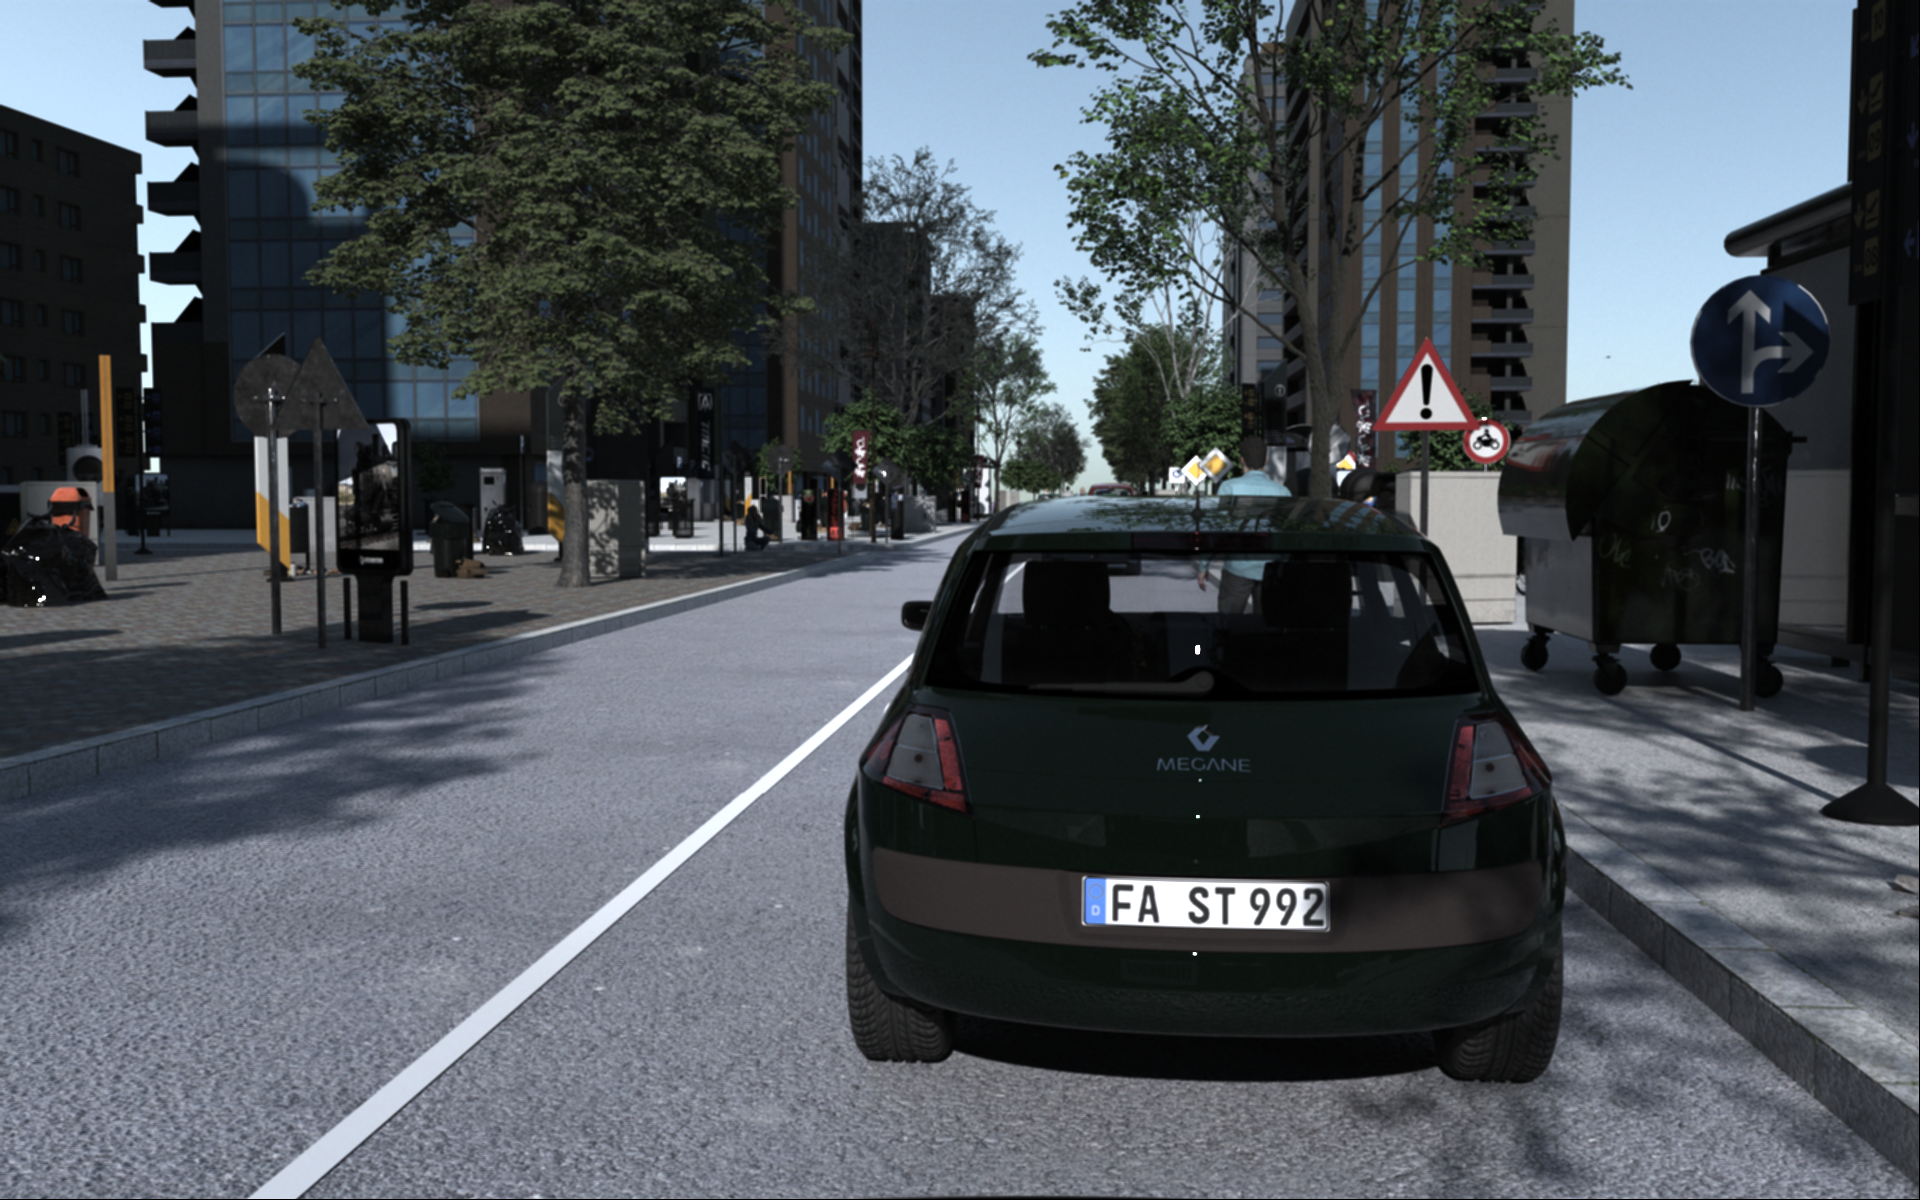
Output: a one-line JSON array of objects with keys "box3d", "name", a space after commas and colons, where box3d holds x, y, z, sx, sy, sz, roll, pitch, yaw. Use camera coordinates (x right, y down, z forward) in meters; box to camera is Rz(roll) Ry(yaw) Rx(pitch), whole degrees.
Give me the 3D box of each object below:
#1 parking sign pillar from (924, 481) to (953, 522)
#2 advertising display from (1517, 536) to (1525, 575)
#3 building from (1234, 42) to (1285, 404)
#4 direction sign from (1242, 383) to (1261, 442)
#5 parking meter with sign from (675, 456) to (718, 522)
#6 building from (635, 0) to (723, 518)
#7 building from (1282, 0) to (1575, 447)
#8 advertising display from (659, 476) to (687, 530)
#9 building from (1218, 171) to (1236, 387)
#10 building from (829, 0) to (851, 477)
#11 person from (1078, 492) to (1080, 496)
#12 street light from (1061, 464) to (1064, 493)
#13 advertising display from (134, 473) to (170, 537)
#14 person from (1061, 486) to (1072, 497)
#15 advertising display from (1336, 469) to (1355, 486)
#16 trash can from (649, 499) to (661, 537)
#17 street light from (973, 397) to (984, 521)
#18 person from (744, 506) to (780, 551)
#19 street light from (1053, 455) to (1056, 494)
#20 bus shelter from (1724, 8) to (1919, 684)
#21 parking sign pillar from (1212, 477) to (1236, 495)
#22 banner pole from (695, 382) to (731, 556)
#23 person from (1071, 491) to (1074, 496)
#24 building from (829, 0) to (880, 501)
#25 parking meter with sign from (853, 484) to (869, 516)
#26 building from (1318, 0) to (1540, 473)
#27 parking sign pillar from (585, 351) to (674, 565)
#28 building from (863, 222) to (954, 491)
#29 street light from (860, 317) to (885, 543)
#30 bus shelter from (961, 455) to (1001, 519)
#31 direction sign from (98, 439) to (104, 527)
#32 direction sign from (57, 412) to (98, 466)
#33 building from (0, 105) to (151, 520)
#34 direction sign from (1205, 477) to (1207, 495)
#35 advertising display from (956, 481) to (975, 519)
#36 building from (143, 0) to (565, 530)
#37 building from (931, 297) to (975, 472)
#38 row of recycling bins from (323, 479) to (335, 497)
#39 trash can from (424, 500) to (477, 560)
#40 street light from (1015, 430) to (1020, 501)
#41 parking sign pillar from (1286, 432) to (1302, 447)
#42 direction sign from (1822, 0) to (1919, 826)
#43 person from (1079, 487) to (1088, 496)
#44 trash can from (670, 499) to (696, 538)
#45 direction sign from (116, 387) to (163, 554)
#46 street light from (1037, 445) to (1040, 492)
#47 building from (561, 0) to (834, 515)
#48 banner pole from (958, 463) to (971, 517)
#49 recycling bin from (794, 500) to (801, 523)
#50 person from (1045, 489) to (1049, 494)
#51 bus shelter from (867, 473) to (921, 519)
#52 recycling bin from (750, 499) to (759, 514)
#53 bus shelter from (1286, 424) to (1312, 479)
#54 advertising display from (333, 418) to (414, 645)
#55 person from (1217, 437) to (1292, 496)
[{"box3d": [-1.010, -5.688, 81.473, 1.447, 3.967, 1.447, -1, 4, -20], "name": "parking sign pillar"}, {"box3d": [8.971, -1.370, 27.612, 0.123, 1.923, 0.974, 0, 4, -1], "name": "advertising display"}, {"box3d": [47.663, -42.257, 232.907, 21.231, 58.520, 28.212, 0, 4, 5], "name": "building"}, {"box3d": [6.127, -2.671, 35.674, 0.876, 3.537, 0.379, -2, 4, -34], "name": "direction sign"}, {"box3d": [-12.212, -5.112, 79.847, 1.738, 3.016, 0.543, 1, 4, 17], "name": "parking meter with sign"}, {"box3d": [-20.908, -19.494, 90.433, 14.160, 30.474, 14.107, 0, 4, 5], "name": "building"}, {"box3d": [40.268, -32.336, 152.397, 21.300, 48.544, 21.600, 0, 4, 5], "name": "building"}, {"box3d": [-10.249, -3.467, 61.891, 0.974, 1.923, 0.123, 0, 4, -6], "name": "advertising display"}, {"box3d": [54.004, -41.116, 261.481, 28.713, 52.752, 27.495, 0, 4, 5], "name": "building"}, {"box3d": [-23.495, -33.422, 135.693, 28.713, 52.752, 27.495, 0, 4, 5], "name": "building"}, {"box3d": [10.073, -8.266, 143.513, 0.709, 1.838, 0.599, 1, 4, 20], "name": "person"}, {"box3d": [14.334, -16.448, 241.708, 0.468, 5.910, 1.993, 0, 4, 5], "name": "street light"}, {"box3d": [-24.378, -2.878, 52.274, 0.974, 1.923, 0.123, -2, 4, -28], "name": "advertising display"}, {"box3d": [5.493, -4.947, 89.230, 0.661, 1.843, 0.795, 1, 4, 19], "name": "person"}, {"box3d": [10.108, -2.397, 44.411, 0.974, 1.923, 0.123, 2, 4, 28], "name": "advertising display"}, {"box3d": [-9.297, -2.457, 51.833, 0.748, 1.137, 0.748, 0, 3, 0], "name": "trash can"}, {"box3d": [0.861, -6.721, 82.672, 0.468, 5.910, 1.993, 0, 4, 5], "name": "street light"}, {"box3d": [-4.639, -1.607, 40.270, 0.738, 1.151, 1.012, 3, 4, 38], "name": "person"}, {"box3d": [11.140, -14.170, 204.471, 0.468, 5.910, 1.993, 0, 4, 5], "name": "street light"}, {"box3d": [6.995, -2.107, 12.087, 2.179, 5.291, 8.768, 0, 4, 5], "name": "bus shelter"}, {"box3d": [9.398, -4.369, 59.907, 1.447, 3.967, 1.447, -1, 4, -10], "name": "parking sign pillar"}, {"box3d": [-5.125, -2.799, 35.783, 0.863, 3.779, 0.401, 2, 4, 31], "name": "banner pole"}, {"box3d": [11.788, -10.549, 181.699, 0.721, 1.743, 1.217, 3, 5, 44], "name": "person"}, {"box3d": [-17.521, -44.065, 158.719, 20.563, 71.187, 20.611, 0, 4, 5], "name": "building"}, {"box3d": [-5.828, -6.436, 101.494, 0.543, 3.016, 1.738, 2, 4, 29], "name": "parking meter with sign"}, {"box3d": [35.858, -29.653, 134.938, 14.600, 45.320, 14.200, 0, 4, 5], "name": "building"}, {"box3d": [-6.271, -2.628, 31.441, 1.447, 3.967, 1.447, 2, 4, 35], "name": "parking sign pillar"}, {"box3d": [-16.733, -33.039, 232.073, 32.217, 40.220, 23.993, 0, 4, 5], "name": "building"}, {"box3d": [-2.270, -4.441, 45.405, 0.468, 5.910, 1.993, 0, 4, 5], "name": "street light"}, {"box3d": [1.011, -5.987, 91.812, 2.014, 3.302, 5.546, 0, 4, 5], "name": "bus shelter"}, {"box3d": [-33.147, -4.574, 66.790, 0.379, 3.537, 0.876, 1, 4, 18], "name": "direction sign"}, {"box3d": [-24.493, -3.428, 48.045, 0.876, 3.537, 0.379, -1, 4, -21], "name": "direction sign"}, {"box3d": [-57.106, -14.117, 75.846, 28.899, 21.520, 27.650, 0, 4, 5], "name": "building"}, {"box3d": [14.116, -6.395, 96.560, 0.379, 3.537, 0.876, -3, 5, -40], "name": "direction sign"}, {"box3d": [0.296, -5.062, 87.984, 0.974, 1.923, 0.123, 1, 4, 16], "name": "advertising display"}, {"box3d": [-21.479, -25.549, 67.837, 14.600, 45.320, 14.200, 0, 4, 5], "name": "building"}, {"box3d": [-5.210, -30.147, 264.610, 14.160, 30.474, 14.107, 0, 4, 5], "name": "building"}, {"box3d": [-16.296, -2.439, 46.991, 3.534, 1.692, 1.069, 3, 5, 45], "name": "row of recycling bins"}, {"box3d": [-8.307, -1.027, 28.437, 0.748, 1.137, 0.748, 0, 3, 0], "name": "trash can"}, {"box3d": [4.127, -9.103, 121.622, 0.468, 5.910, 1.993, 0, 4, 5], "name": "street light"}, {"box3d": [10.717, -4.234, 57.693, 1.447, 3.967, 1.447, 1, 4, 10], "name": "parking sign pillar"}, {"box3d": [3.631, -0.903, 6.761, 0.379, 3.537, 0.876, 1, 4, 9], "name": "direction sign"}, {"box3d": [6.510, -5.052, 91.289, 0.537, 1.800, 0.526, 0, 4, 8], "name": "person"}, {"box3d": [-8.053, -2.367, 50.350, 0.748, 1.137, 0.748, 0, 3, 0], "name": "trash can"}, {"box3d": [-17.466, -2.748, 36.934, 0.876, 3.537, 0.379, -1, 4, -22], "name": "direction sign"}, {"box3d": [7.255, -11.381, 158.864, 0.468, 5.910, 1.993, 0, 4, 5], "name": "street light"}, {"box3d": [-16.129, -28.236, 111.768, 14.600, 45.320, 14.200, 0, 4, 5], "name": "building"}, {"box3d": [0.292, -6.641, 98.597, 0.863, 3.779, 0.401, 2, 4, 24], "name": "banner pole"}, {"box3d": [-7.377, -4.016, 78.216, 0.722, 1.027, 0.722, 3, 4, 36], "name": "recycling bin"}, {"box3d": [5.699, -6.413, 113.575, 0.641, 1.798, 0.478, -1, 4, -13], "name": "person"}, {"box3d": [-3.136, -6.317, 80.907, 2.179, 5.291, 8.768, 0, 4, 5], "name": "bus shelter"}, {"box3d": [-9.354, -4.185, 80.981, 0.722, 1.027, 0.722, 1, 4, 10], "name": "recycling bin"}, {"box3d": [10.155, -3.592, 52.656, 2.014, 3.302, 5.546, 0, 4, 5], "name": "bus shelter"}, {"box3d": [-5.068, -0.597, 14.969, 0.974, 1.923, 0.123, 3, 4, 38], "name": "advertising display"}, {"box3d": [1.980, -0.202, 11.816, 0.660, 1.820, 0.620, -1, 4, -13], "name": "person"}]
